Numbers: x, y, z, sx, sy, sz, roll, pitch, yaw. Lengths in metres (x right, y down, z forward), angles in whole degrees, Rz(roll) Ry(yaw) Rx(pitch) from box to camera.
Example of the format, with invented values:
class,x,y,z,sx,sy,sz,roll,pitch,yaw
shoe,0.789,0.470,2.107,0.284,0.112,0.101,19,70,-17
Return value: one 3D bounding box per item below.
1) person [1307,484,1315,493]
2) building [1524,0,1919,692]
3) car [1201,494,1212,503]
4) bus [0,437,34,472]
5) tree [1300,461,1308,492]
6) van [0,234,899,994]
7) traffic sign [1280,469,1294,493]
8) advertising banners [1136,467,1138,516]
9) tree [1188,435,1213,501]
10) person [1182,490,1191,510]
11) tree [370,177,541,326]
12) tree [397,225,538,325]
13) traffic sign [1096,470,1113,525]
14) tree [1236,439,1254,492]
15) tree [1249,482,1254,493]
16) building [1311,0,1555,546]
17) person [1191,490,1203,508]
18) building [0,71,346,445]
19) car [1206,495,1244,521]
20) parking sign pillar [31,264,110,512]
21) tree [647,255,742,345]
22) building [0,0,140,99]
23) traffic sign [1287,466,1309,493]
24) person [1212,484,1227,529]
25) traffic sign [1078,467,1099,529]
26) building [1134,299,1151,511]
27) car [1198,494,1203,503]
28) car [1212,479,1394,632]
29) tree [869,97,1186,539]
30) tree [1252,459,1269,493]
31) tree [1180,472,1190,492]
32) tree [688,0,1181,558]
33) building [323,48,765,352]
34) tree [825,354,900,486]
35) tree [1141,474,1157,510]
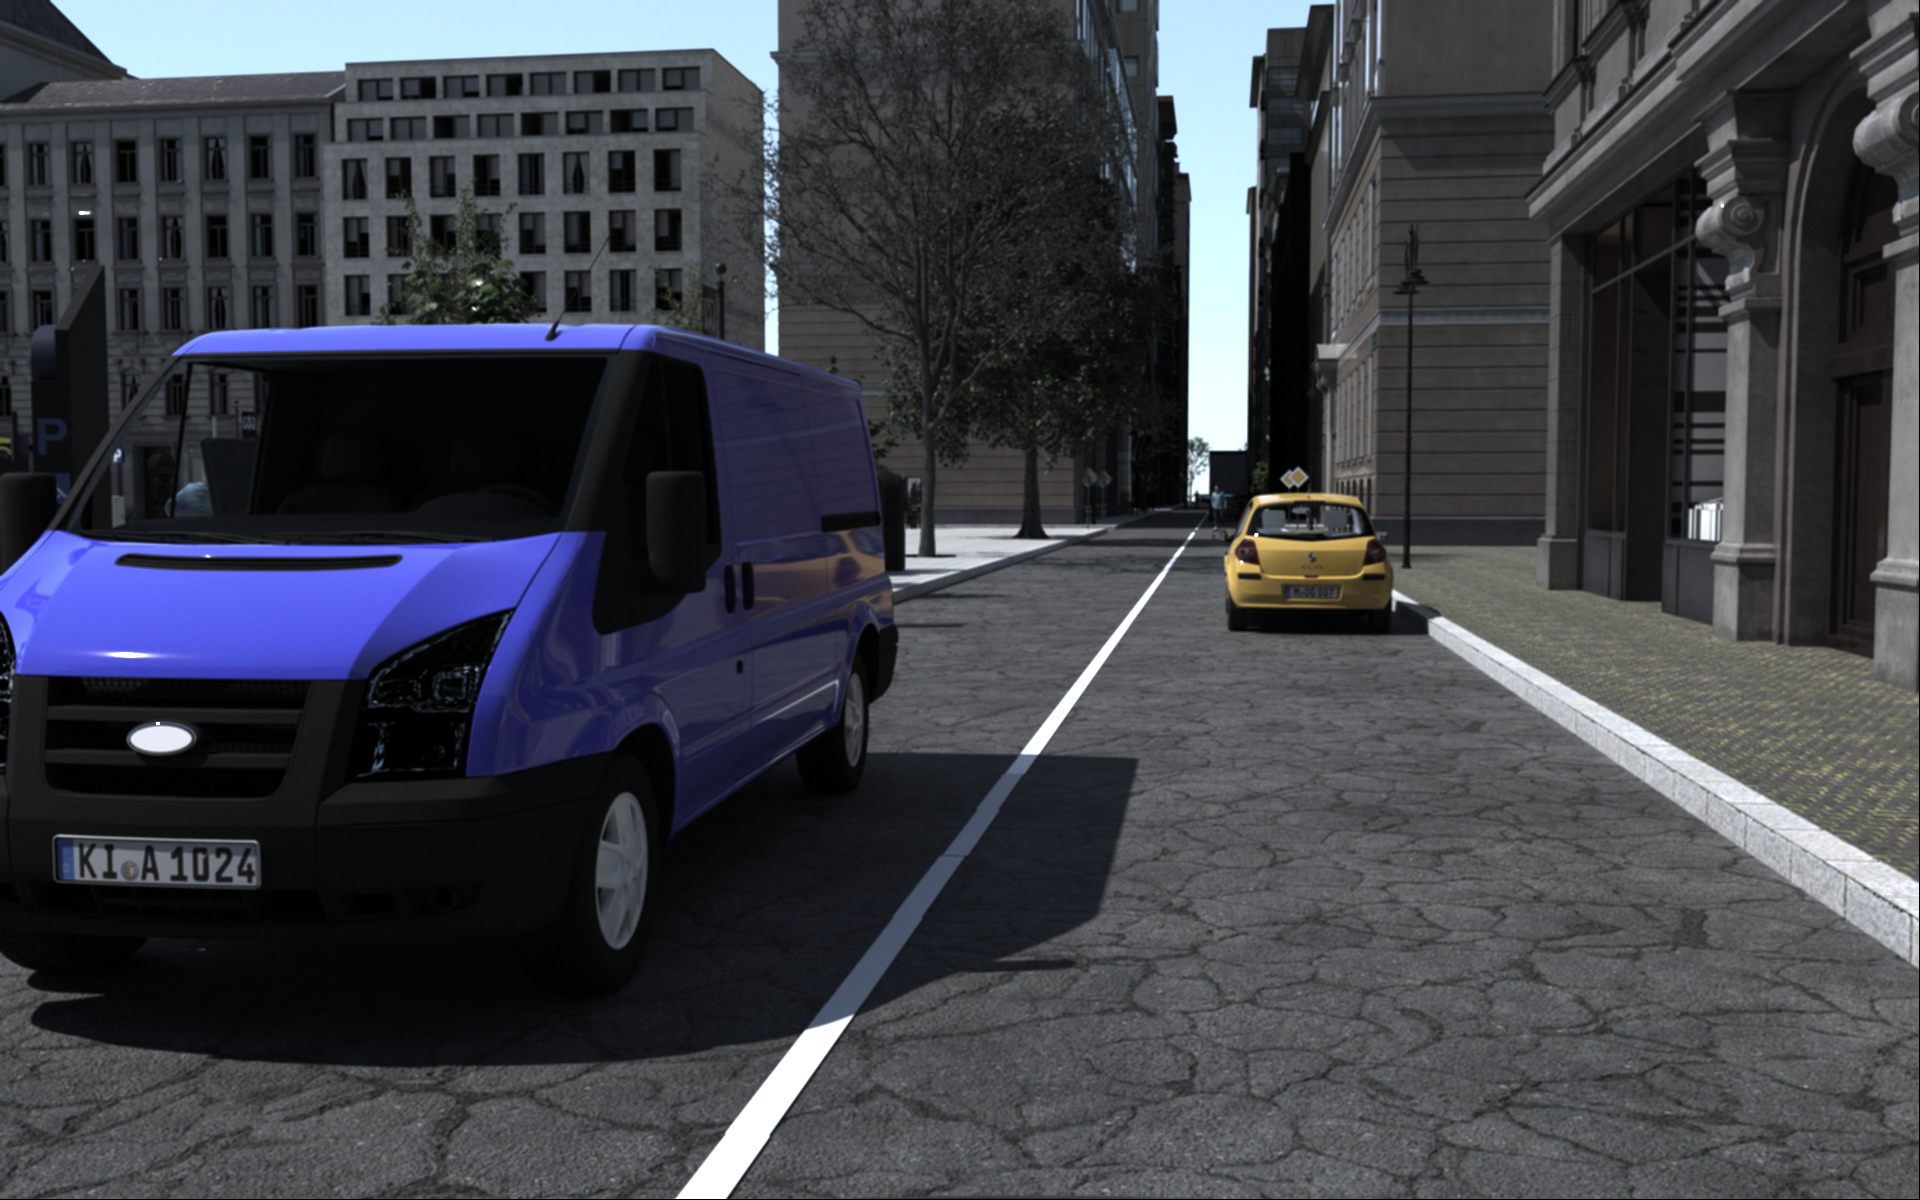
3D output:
class,x,y,z,sx,sy,sz,roll,pitch,yaw
person,13.164,-3.451,64.955,0.581,1.822,0.654,-1,4,-20
building,12.162,-10.425,21.366,10.553,20.767,40.483,1,4,9
car,37.715,-15.465,264.653,2.131,1.459,4.920,0,4,7
bus,-45.169,-5.105,75.015,12.252,3.916,2.896,0,4,8
tree,17.709,-5.656,87.074,1.663,3.219,1.824,0,3,0
van,-1.634,-0.150,6.840,2.240,2.365,5.245,0,4,8
traffic sign,13.359,-4.074,70.258,0.795,2.450,0.064,1,4,9
advertising banners,10.221,-6.334,99.752,0.090,3.025,2.074,0,4,6
tree,40.511,-23.082,303.138,9.928,11.665,9.643,0,3,0
person,20.227,-8.962,155.034,0.705,1.824,1.348,-2,4,-29
tree,-12.024,-5.535,40.864,4.737,8.622,4.395,0,3,0
tree,-3.323,-1.094,12.494,1.663,3.219,1.824,0,3,0
traffic sign,5.903,-4.144,71.404,0.795,2.450,0.064,1,4,9
tree,39.043,-17.299,233.204,4.737,8.622,4.395,0,3,0
tree,38.966,-14.293,228.284,1.663,3.219,1.824,0,3,0
building,17.845,-16.205,50.853,13.634,28.700,20.117,1,4,9
person,23.586,-10.029,172.465,1.348,1.826,0.705,1,4,13
building,-35.677,-14.261,82.324,18.267,20.994,9.793,1,4,9
car,14.206,-4.936,92.704,2.014,1.417,4.499,0,4,7
parking sign pillar,-10.141,-1.915,19.782,1.447,3.967,1.447,-1,4,-9
tree,-8.635,-6.324,53.752,4.737,8.622,4.395,0,3,0
building,-56.645,-18.386,87.998,23.554,28.519,14.401,1,4,9
traffic sign,12.163,-3.591,62.363,0.795,2.450,0.064,1,4,9
person,10.539,-3.780,70.318,0.660,1.820,0.620,2,4,25
traffic sign,4.707,-3.662,63.509,0.795,2.450,0.064,1,4,9
building,5.785,-16.026,129.481,16.820,18.784,16.811,1,4,9
car,39.375,-16.393,279.821,2.131,1.459,4.920,0,4,8
car,3.846,-0.566,19.482,2.015,1.641,3.980,1,4,8
tree,1.972,-8.126,49.860,9.611,12.733,9.660,0,3,0
tree,26.362,-9.970,146.727,4.285,4.588,4.351,0,3,0
tree,27.767,-14.600,222.425,4.285,4.588,4.351,0,3,0
tree,-0.523,-7.610,34.790,12.009,13.543,11.850,0,3,0
building,-18.408,-13.721,79.087,16.860,20.320,10.420,1,4,9
tree,-1.655,-1.795,23.949,1.663,3.219,1.824,0,3,0
tree,15.566,-9.109,143.539,1.663,3.219,1.824,0,3,0
